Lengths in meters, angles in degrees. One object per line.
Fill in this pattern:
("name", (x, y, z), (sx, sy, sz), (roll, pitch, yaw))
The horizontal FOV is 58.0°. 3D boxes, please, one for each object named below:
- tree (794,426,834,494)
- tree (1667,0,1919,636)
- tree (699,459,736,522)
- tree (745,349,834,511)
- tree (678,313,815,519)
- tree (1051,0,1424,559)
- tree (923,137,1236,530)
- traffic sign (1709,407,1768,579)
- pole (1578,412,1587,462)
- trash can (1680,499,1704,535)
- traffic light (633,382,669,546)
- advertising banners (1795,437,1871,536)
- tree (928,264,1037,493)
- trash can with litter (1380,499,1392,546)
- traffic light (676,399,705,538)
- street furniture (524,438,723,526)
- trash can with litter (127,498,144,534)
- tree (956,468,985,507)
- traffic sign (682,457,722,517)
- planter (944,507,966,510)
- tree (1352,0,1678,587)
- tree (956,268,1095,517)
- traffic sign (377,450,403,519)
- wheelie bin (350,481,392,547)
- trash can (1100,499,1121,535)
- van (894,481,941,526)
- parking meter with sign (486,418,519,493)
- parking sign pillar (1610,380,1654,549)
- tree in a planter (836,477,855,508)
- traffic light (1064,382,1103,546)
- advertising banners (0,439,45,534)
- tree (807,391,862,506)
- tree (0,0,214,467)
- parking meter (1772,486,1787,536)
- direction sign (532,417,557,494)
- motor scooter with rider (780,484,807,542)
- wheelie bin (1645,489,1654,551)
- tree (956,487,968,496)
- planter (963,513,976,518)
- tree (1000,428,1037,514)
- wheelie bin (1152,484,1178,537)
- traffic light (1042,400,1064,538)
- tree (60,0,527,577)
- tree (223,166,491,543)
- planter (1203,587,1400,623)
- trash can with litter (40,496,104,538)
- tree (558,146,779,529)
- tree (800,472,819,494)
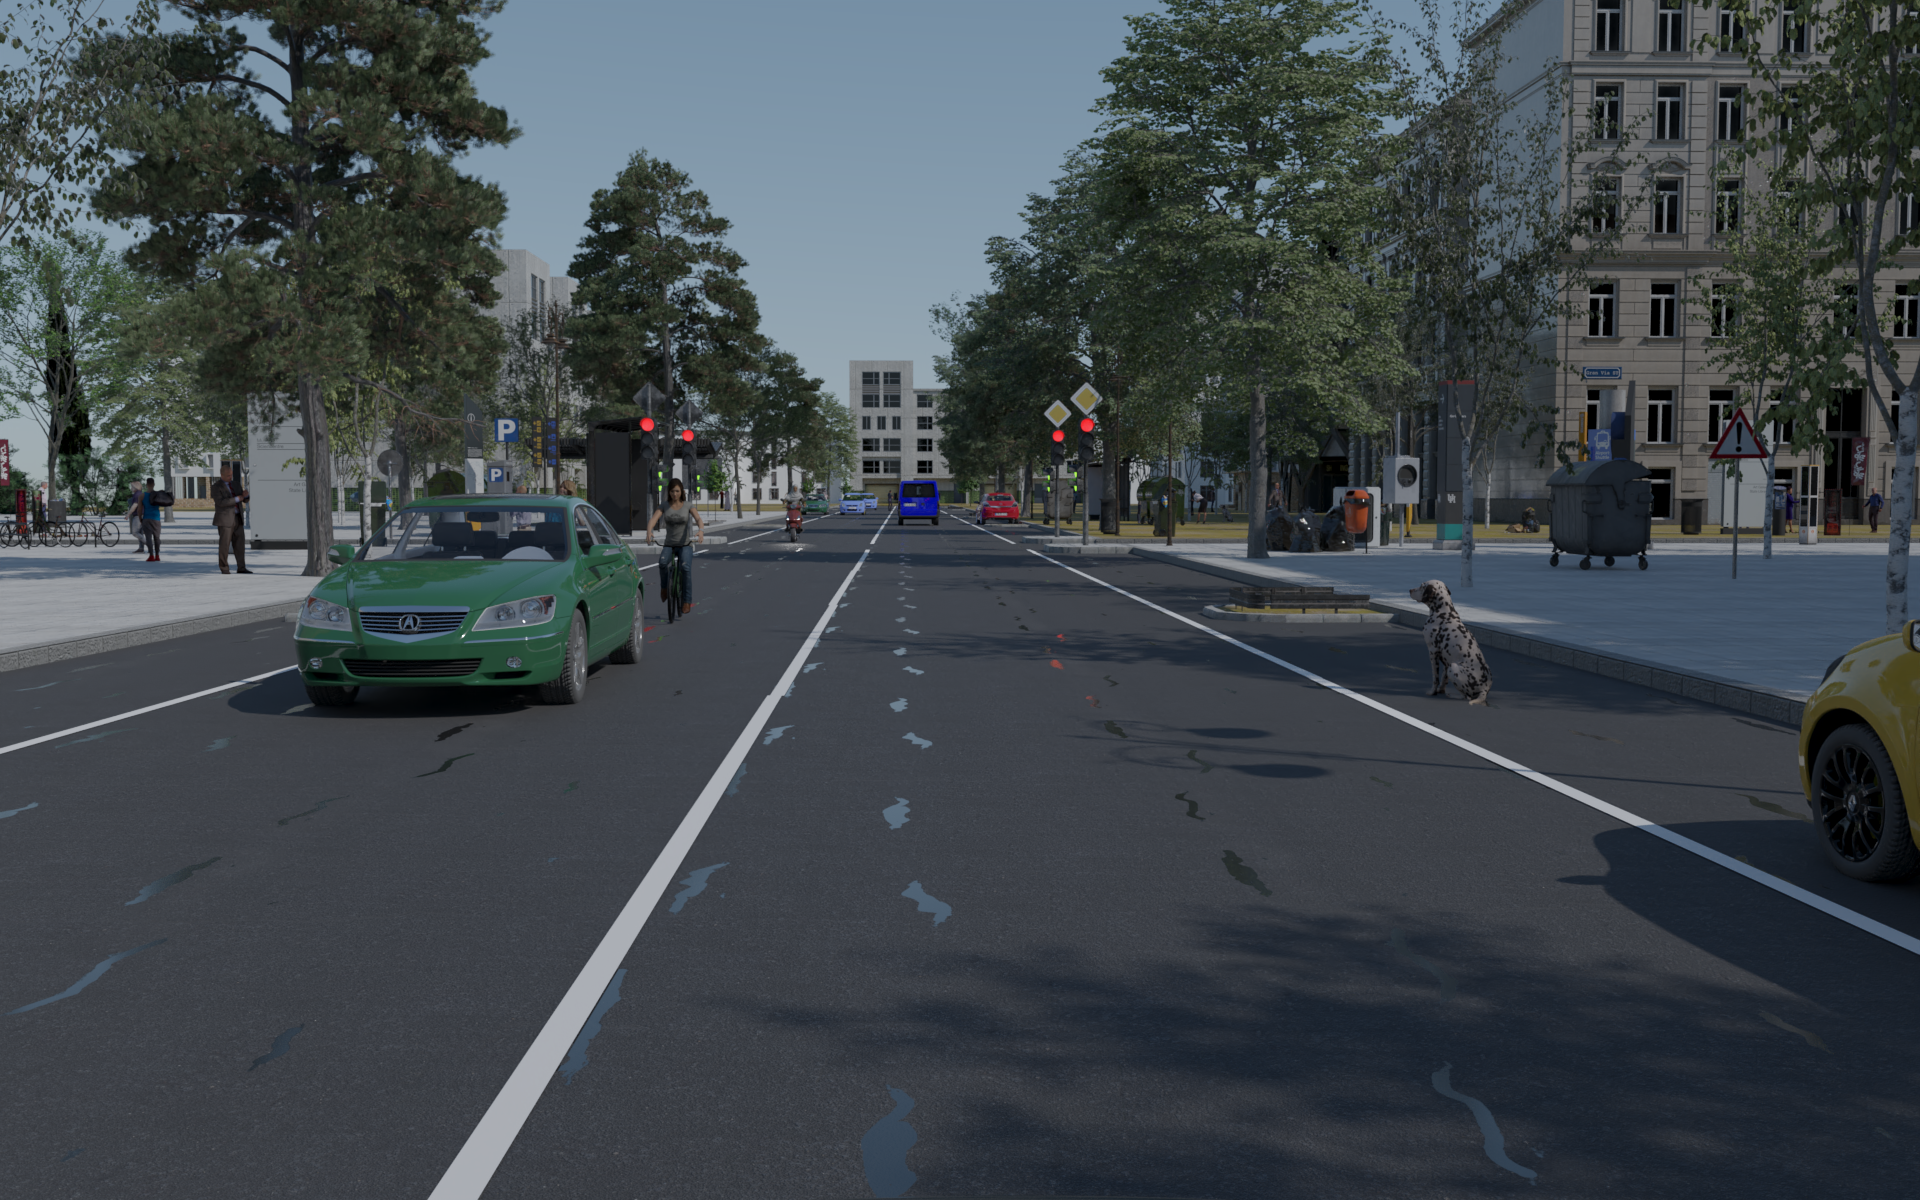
("tree", (-13.823, -12.811, 159.828), (4.360, 8.622, 3.978), (0, 3, 0))
("tree", (7.180, -3.816, 12.762), (4.737, 8.622, 4.395), (0, 3, 0))
("tree", (-11.445, -5.280, 80.933), (1.663, 3.219, 1.824), (0, 3, 0))
("tree", (-12.735, -12.684, 129.431), (6.751, 12.117, 7.091), (0, 3, 0))
("tree", (-11.819, -9.517, 90.017), (7.601, 10.594, 8.767), (-1, 4, -11))
("tree", (5.538, -7.096, 34.142), (7.486, 12.596, 7.792), (0, 3, 0))
("tree", (5.135, -9.437, 60.952), (9.857, 13.997, 8.962), (0, 3, 0))
("traffic sign", (11.698, -1.596, 26.093), (0.884, 2.594, 0.081), (0, 4, -1))
("pole", (15.437, -3.007, 43.003), (0.158, 3.312, 0.155), (0, 3, 0))
("trash can", (23.035, -2.623, 54.541), (0.748, 1.137, 0.748), (0, 3, 0))
("traffic light", (-7.641, -3.273, 42.750), (0.839, 4.213, 0.868), (0, 4, -2))
("advertising banners", (26.980, -3.508, 53.543), (2.074, 3.025, 0.090), (3, 5, 43))
("tree", (3.464, -17.382, 140.089), (12.611, 20.169, 13.585), (0, 3, 0))
("trash can with litter", (10.180, -1.932, 42.974), (1.055, 1.170, 0.624), (3, 5, 42))
("traffic light", (-7.902, -3.761, 50.731), (0.839, 4.213, 0.868), (0, 4, -2))
("street furniture", (-13.819, -4.888, 72.020), (7.346, 3.524, 5.398), (0, 4, -2))
("trash can with litter", (-26.190, -2.690, 55.361), (0.624, 1.170, 1.055), (-3, 5, -40))
("tree", (1.106, -11.767, 176.096), (4.285, 4.588, 4.351), (0, 3, 0))
("traffic sign", (-14.301, -6.249, 96.037), (2.265, 3.308, 0.079), (0, 4, 4))
("planter", (-0.442, -8.079, 153.232), (1.991, 0.319, 1.994), (0, 4, -2))
("tree", (7.056, -4.470, 23.448), (4.360, 8.622, 3.978), (0, 3, 0))
("tree", (3.952, -11.563, 96.478), (7.806, 13.903, 7.818), (0, 3, 0))
("traffic sign", (-16.302, -3.024, 49.544), (0.768, 2.556, 0.104), (0, 4, 4))
("wheelie bin", (-14.375, -2.103, 42.287), (0.980, 1.594, 0.693), (-1, 4, -20))
("trash can", (4.781, -2.656, 55.078), (0.748, 1.137, 0.748), (0, 3, 0))
("van", (-1.961, -4.663, 80.620), (2.240, 2.365, 5.245), (0, 4, -2))
("parking meter with sign", (-10.409, -2.619, 39.080), (0.543, 3.016, 1.738), (0, 4, -1))
("parking sign pillar", (15.535, -3.188, 40.600), (1.447, 3.967, 1.447), (2, 4, 24))
("tree in a planter", (-11.850, -11.191, 180.191), (1.991, 3.239, 1.994), (0, 4, -2))
("traffic light", (3.114, -3.295, 43.117), (0.839, 4.213, 0.868), (0, 4, -2))
("advertising banners", (-30.141, -3.633, 55.594), (0.090, 3.025, 2.074), (1, 4, 10))
("tree", (-14.269, -16.699, 191.157), (7.486, 12.596, 7.792), (0, 3, 0))
("tree", (-8.607, -3.916, 14.388), (4.360, 8.622, 3.978), (0, 3, 0))
("parking meter", (25.266, -2.753, 53.415), (0.372, 1.533, 0.369), (0, 3, 0))
("direction sign", (-12.212, -3.606, 50.959), (0.379, 3.537, 0.876), (3, 4, 37))
("motor scooter with rider", (-5.036, -2.646, 52.228), (0.876, 1.779, 1.986), (0, 4, -3))
("wheelie bin", (15.198, -1.900, 38.979), (0.693, 1.594, 0.980), (2, 4, 30))
("tree", (0.111, -12.686, 202.022), (1.663, 3.219, 1.824), (0, 3, 0))
("planter", (1.189, -5.029, 103.363), (1.991, 0.319, 1.994), (0, 4, -2))
("tree", (3.619, -9.620, 107.644), (4.360, 8.622, 3.978), (0, 3, 0))
("wheelie bin", (6.179, -2.706, 52.147), (0.693, 1.594, 0.980), (-1, 4, -11))
("traffic light", (2.853, -3.783, 51.098), (0.839, 4.213, 0.868), (0, 4, -2))
("tree", (-10.033, -6.398, 26.665), (6.751, 12.117, 7.091), (0, 3, 0))
("tree", (-11.961, -5.159, 34.716), (4.737, 8.622, 4.395), (0, 3, 0))
("planter", (3.900, 0.051, 20.309), (1.991, 0.319, 1.994), (0, 4, -2))
("trash can with litter", (-26.432, -2.477, 51.561), (1.678, 1.210, 2.233), (2, 4, 35))
("tree", (-10.619, -9.520, 63.072), (7.806, 13.903, 7.818), (0, 3, 0))
("tree", (-13.124, -9.567, 151.015), (1.663, 3.219, 1.824), (0, 3, 0))
